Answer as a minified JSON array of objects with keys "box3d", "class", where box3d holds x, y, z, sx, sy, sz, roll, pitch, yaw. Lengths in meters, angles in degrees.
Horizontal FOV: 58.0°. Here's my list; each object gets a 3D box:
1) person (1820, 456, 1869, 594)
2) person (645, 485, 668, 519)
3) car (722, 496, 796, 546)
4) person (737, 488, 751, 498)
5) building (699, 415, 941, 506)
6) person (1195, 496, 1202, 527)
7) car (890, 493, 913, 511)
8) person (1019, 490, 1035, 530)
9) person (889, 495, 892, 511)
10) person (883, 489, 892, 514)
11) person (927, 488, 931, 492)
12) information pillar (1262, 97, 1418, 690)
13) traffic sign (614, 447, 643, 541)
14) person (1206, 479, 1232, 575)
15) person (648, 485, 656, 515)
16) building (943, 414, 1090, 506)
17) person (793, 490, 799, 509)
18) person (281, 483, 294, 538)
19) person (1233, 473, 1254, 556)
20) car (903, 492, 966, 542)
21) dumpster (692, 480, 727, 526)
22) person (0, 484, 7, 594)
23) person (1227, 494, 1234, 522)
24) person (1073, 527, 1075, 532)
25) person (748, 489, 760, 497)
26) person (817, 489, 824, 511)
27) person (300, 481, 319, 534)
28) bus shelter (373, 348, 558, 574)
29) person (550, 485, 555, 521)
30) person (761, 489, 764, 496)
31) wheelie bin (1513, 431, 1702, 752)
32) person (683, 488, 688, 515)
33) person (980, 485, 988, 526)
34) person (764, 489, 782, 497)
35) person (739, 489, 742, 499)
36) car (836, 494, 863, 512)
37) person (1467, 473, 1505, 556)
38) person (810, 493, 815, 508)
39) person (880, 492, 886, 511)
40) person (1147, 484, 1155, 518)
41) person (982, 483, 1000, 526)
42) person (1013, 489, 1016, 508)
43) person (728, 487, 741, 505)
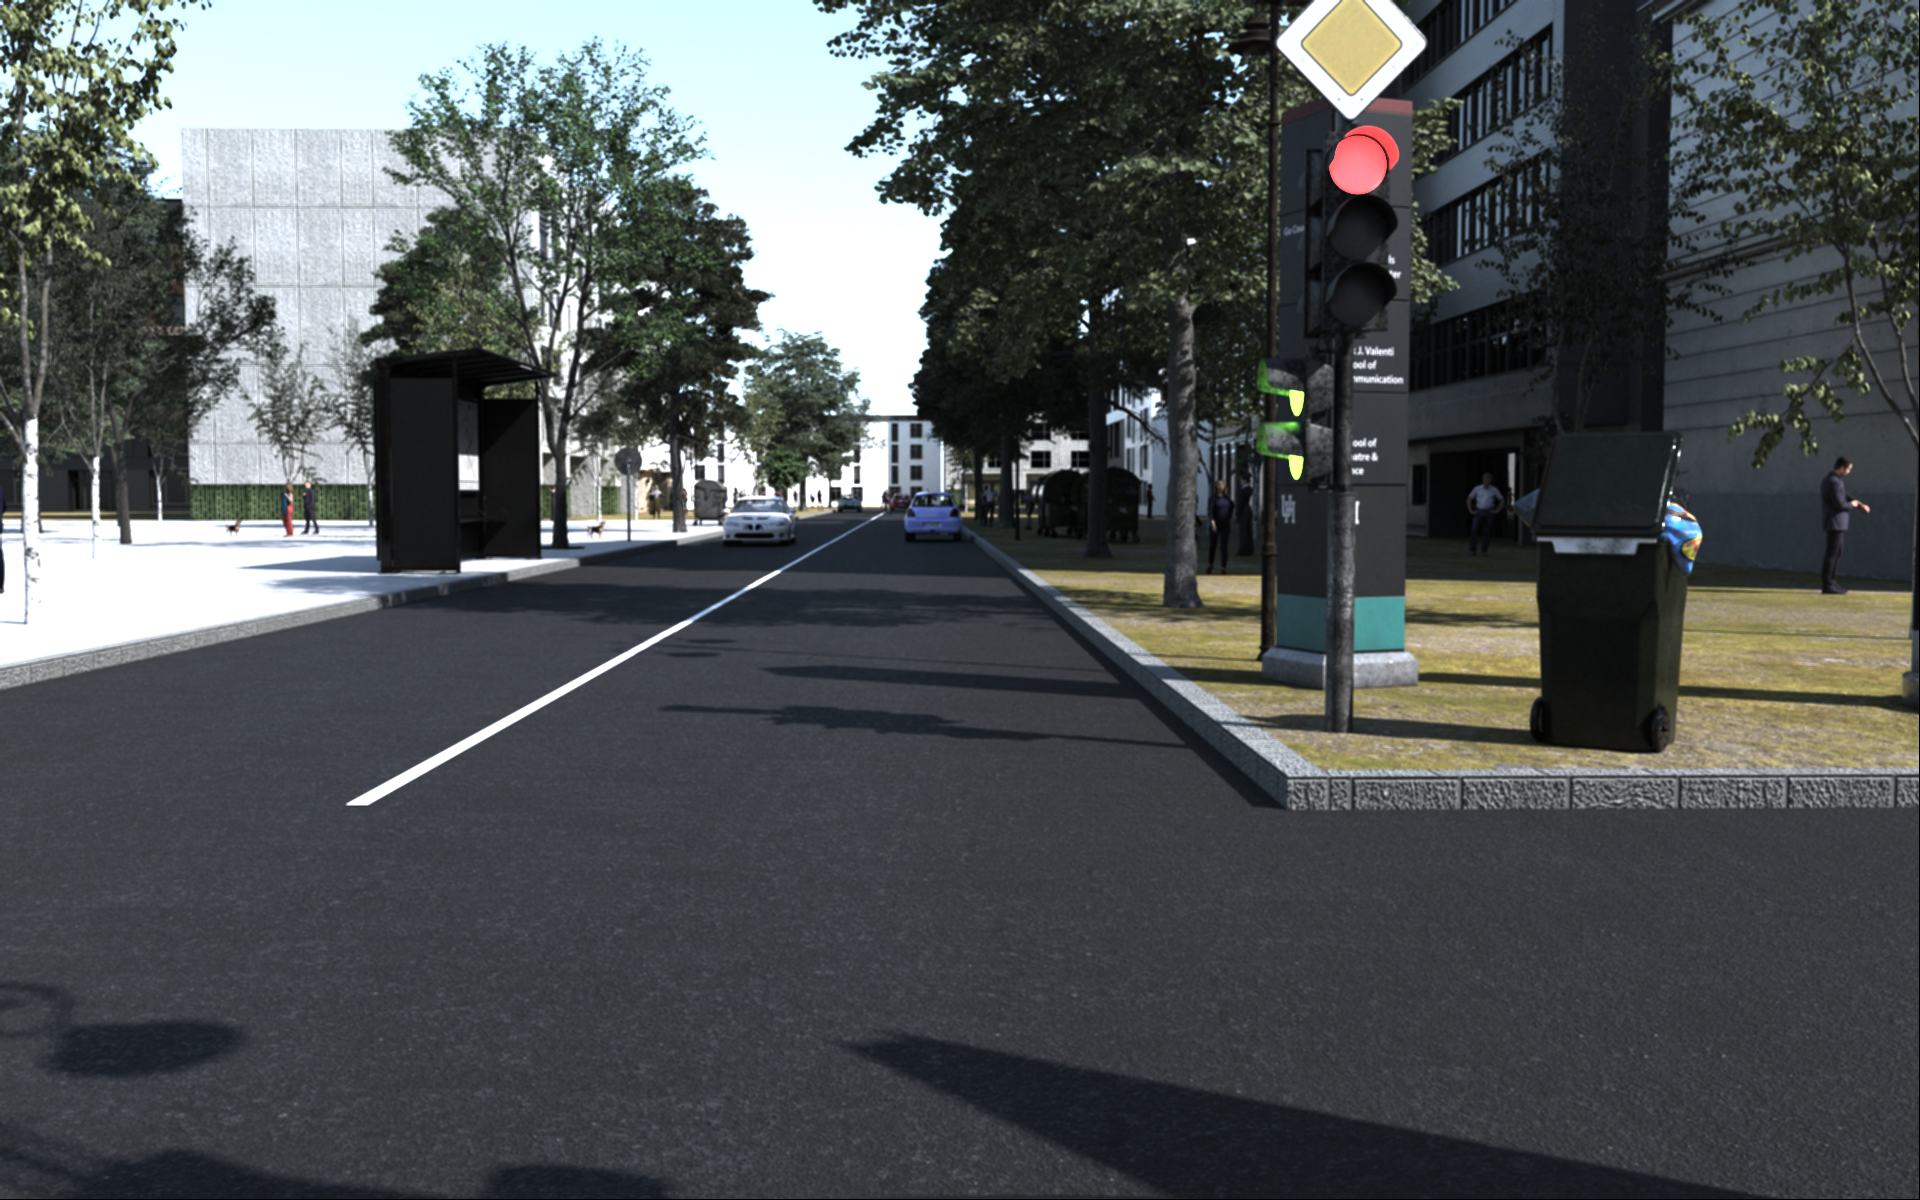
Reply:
[{"box3d":[11.329,-0.960,22.187,0.568,1.767,0.683,1,4,19],"class":"person"},{"box3d":[-15.886,-5.131,90.668,1.217,1.736,0.721,-1,4,-15],"class":"person"},{"box3d":[-5.688,-2.268,49.439,2.083,1.381,4.827,0,4,-2],"class":"car"},{"box3d":[-15.381,-7.122,123.221,1.217,1.736,0.721,-3,4,-38],"class":"person"},{"box3d":[-15.883,-14.796,184.063,28.070,9.664,9.099,0,4,-1],"class":"building"},{"box3d":[9.075,-3.588,67.404,0.600,1.496,0.574,2,4,30],"class":"person"},{"box3d":[-4.965,-8.456,147.290,2.155,1.783,4.494,0,4,-2],"class":"car"},{"box3d":[2.370,-3.208,61.735,0.697,1.427,0.421,-3,5,-41],"class":"person"},{"box3d":[-6.020,-8.499,150.718,0.557,1.426,1.065,1,4,17],"class":"person"},{"box3d":[-5.119,-6.977,123.022,0.683,1.767,0.568,0,4,-6],"class":"person"},{"box3d":[-1.711,-5.548,99.734,0.721,1.766,1.217,-3,5,-42],"class":"person"},{"box3d":[2.578,-1.364,11.673,0.750,3.857,0.750,-1,4,-22],"class":"information pillar"},{"box3d":[-8.983,-2.864,46.933,0.768,2.556,0.104,0,4,0],"class":"traffic sign"},{"box3d":[4.093,-1.162,27.577,0.480,1.512,0.613,-2,4,-31],"class":"person"},{"box3d":[-18.832,-6.117,106.072,0.705,1.822,1.348,1,4,19],"class":"person"},{"box3d":[14.023,-19.689,188.366,31.486,18.905,16.747,0,4,-1],"class":"building"},{"box3d":[-14.434,-8.876,152.638,0.593,1.643,0.415,-3,5,-40],"class":"person"},{"box3d":[-19.844,-2.649,51.062,0.444,1.614,0.593,0,4,-6],"class":"person"},{"box3d":[5.912,-1.791,36.128,0.445,1.727,0.742,0,4,5],"class":"person"},{"box3d":[-0.797,-2.665,53.163,1.945,1.707,3.694,0,4,1],"class":"car"},{"box3d":[-10.119,-3.926,69.949,1.264,1.857,1.865,0,4,-2],"class":"dumpster"},{"box3d":[-12.545,-0.952,22.311,0.504,1.737,0.576,-2,4,-31],"class":"person"},{"box3d":[9.137,-3.070,59.432,0.628,1.438,0.799,-3,5,-40],"class":"person"},{"box3d":[3.611,-3.010,57.627,0.546,1.535,0.453,1,4,23],"class":"person"},{"box3d":[-16.984,-8.321,142.878,1.217,1.735,0.721,-1,4,-19],"class":"person"},{"box3d":[-10.602,-7.603,131.815,0.593,1.643,0.415,0,4,2],"class":"person"},{"box3d":[-20.896,-2.974,55.594,0.530,1.710,0.541,-2,4,-34],"class":"person"},{"box3d":[-8.656,-2.423,30.893,1.731,3.624,6.357,0,4,-1],"class":"bus shelter"},{"box3d":[-19.075,-4.566,81.507,0.445,1.727,0.742,0,4,-5],"class":"person"},{"box3d":[-17.204,-8.915,152.488,0.721,1.739,1.217,2,4,28],"class":"person"},{"box3d":[3.325,-0.061,8.901,0.980,1.594,0.693,3,4,37],"class":"wheelie bin"},{"box3d":[-17.149,-6.141,107.910,0.415,1.643,0.593,-2,4,-35],"class":"person"},{"box3d":[1.011,-3.832,70.160,0.415,1.643,0.593,0,4,7],"class":"person"},{"box3d":[-13.007,-7.089,122.638,1.217,1.739,0.721,2,4,35],"class":"person"},{"box3d":[-20.419,-9.452,161.496,0.530,1.710,0.541,-1,4,-14],"class":"person"},{"box3d":[-8.847,-7.784,139.064,2.131,1.459,4.920,0,4,-1],"class":"car"},{"box3d":[10.886,-1.771,35.939,0.756,1.711,0.436,2,4,25],"class":"person"},{"box3d":[-13.532,-9.130,158.543,0.421,1.427,0.697,-2,4,-28],"class":"person"},{"box3d":[-6.441,-8.286,145.451,0.593,1.643,0.415,-1,4,-21],"class":"person"},{"box3d":[10.061,-5.223,91.409,0.705,1.831,1.348,0,4,-6],"class":"person"},{"box3d":[1.232,-3.804,69.177,0.756,1.711,0.436,0,4,3],"class":"person"},{"box3d":[4.931,-9.371,160.177,0.541,1.710,0.530,2,4,25],"class":"person"},{"box3d":[-14.811,-6.546,113.793,0.721,1.735,1.217,2,4,35],"class":"person"}]
